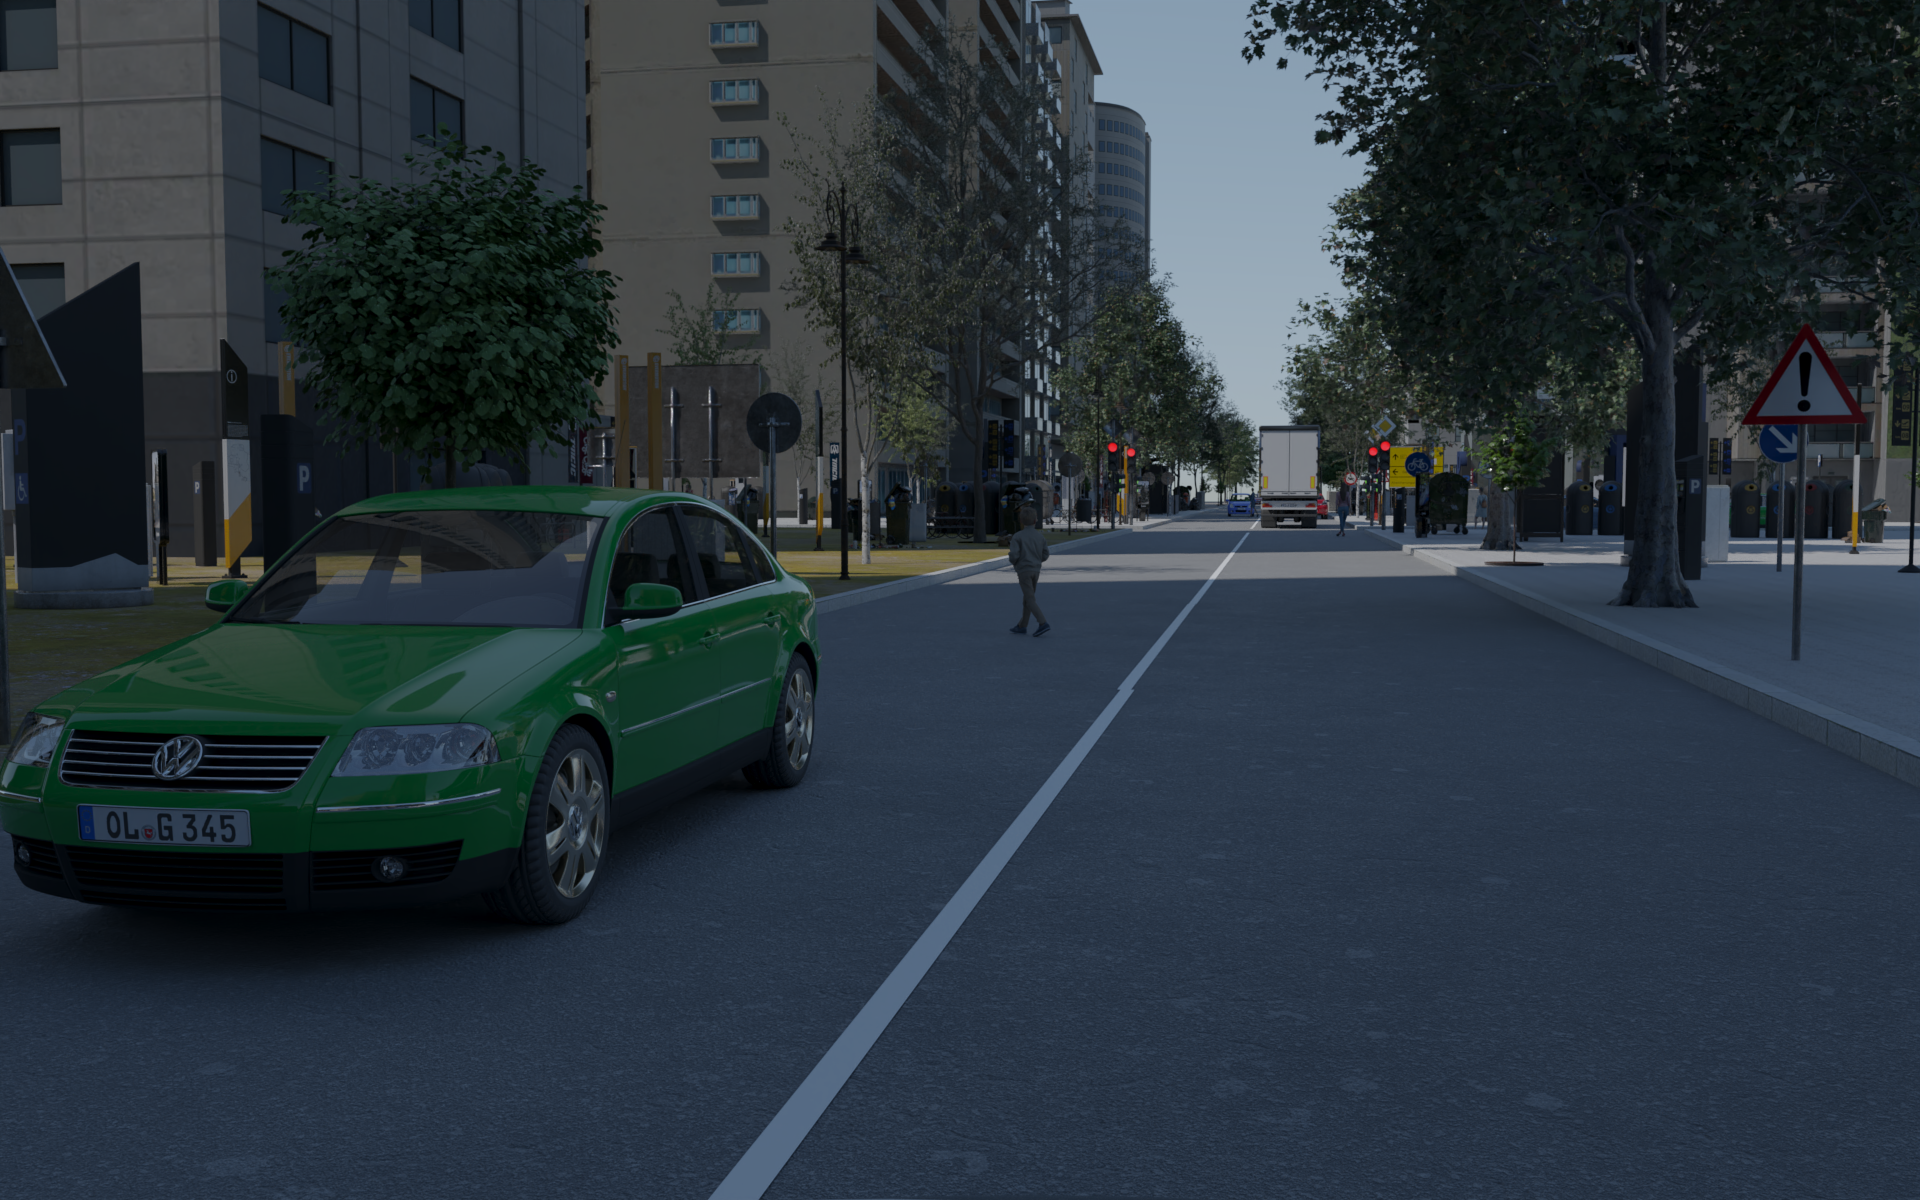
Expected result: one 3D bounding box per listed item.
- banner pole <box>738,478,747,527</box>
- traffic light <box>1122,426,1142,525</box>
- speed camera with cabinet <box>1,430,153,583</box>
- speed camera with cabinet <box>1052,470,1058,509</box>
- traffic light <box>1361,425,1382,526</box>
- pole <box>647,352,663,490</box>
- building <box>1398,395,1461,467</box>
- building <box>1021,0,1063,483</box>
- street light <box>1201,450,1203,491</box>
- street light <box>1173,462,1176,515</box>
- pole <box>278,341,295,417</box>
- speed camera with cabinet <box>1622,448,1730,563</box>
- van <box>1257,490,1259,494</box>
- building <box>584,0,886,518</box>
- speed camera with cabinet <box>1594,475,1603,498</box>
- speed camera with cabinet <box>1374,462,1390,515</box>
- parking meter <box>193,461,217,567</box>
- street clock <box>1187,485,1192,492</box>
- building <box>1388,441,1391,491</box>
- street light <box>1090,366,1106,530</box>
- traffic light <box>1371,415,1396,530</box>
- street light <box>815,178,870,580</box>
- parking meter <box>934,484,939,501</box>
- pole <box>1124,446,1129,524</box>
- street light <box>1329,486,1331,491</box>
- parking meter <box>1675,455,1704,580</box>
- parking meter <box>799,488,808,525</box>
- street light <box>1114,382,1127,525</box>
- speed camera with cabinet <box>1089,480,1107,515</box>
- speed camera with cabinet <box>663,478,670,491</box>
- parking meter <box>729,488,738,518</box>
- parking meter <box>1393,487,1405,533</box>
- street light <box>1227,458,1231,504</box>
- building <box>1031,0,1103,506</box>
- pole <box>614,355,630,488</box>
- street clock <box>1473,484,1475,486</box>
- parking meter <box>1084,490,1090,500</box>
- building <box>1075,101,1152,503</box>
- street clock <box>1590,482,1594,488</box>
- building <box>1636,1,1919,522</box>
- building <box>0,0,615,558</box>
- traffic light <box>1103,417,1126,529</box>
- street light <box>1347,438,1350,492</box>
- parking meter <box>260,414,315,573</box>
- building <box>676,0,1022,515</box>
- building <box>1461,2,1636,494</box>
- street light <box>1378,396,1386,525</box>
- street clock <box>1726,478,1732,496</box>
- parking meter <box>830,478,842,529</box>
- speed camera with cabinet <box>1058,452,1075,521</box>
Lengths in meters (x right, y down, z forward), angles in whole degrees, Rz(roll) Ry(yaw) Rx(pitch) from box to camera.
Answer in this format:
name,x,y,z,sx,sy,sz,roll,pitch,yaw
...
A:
name,x,y,z,sx,sy,sz,roll,pitch,yaw
banner pole,-6.103,-3.587,48.664,0.401,3.779,0.863,-2,4,-25
traffic light,7.068,-5.031,71.181,0.839,4.253,0.868,1,4,10
speed camera with cabinet,-13.123,-1.913,25.606,0.660,3.252,2.038,3,5,43
speed camera with cabinet,7.093,-8.885,139.603,2.038,3.252,0.660,-1,4,-21
traffic light,16.524,-4.926,69.463,0.839,4.253,0.868,1,4,10
pole,-4.404,-1.908,25.044,0.158,3.312,0.155,0,3,0
building,80.467,-41.002,259.627,28.713,52.752,27.495,1,4,10
building,-2.518,-33.305,164.153,23.786,49.044,30.456,1,4,10
street light,20.684,-10.701,147.747,0.468,5.910,1.993,1,4,10
street light,13.429,-8.283,108.222,0.468,5.910,1.993,1,4,10
pole,-9.030,-1.801,23.294,0.158,3.312,0.155,0,3,0
speed camera with cabinet,13.385,-2.325,32.347,2.038,3.252,0.660,-1,4,-20
van,48.458,-16.690,277.270,2.240,2.365,5.245,1,4,10
building,-13.100,-29.278,102.392,21.300,48.544,21.600,1,4,10
speed camera with cabinet,30.682,-5.504,84.322,0.660,3.252,2.038,-3,4,-37
speed camera with cabinet,26.268,-6.869,106.643,0.660,3.252,2.038,-2,4,-27
parking meter,-13.399,-1.530,30.726,0.399,1.863,0.255,3,5,43
street clock,19.039,-8.527,143.979,0.471,2.002,0.358,3,4,37
building,82.287,-40.406,284.333,21.300,48.544,21.600,1,4,10
street light,4.996,-5.490,62.543,0.468,5.910,1.993,1,4,10
traffic light,15.078,-4.446,61.610,0.839,4.253,0.868,1,4,10
street light,-1.728,-3.240,25.768,0.468,5.910,1.993,1,4,10
parking meter,-1.252,-5.574,96.843,0.399,1.863,0.255,1,4,13
pole,7.059,-4.871,73.476,0.158,3.312,0.155,0,3,0
street light,30.998,-10.556,145.386,0.468,5.910,1.993,1,4,10
parking meter,10.867,-1.234,25.885,0.399,1.863,0.255,-1,4,-22
parking meter,-6.604,-3.954,73.059,0.372,1.533,0.369,0,3,0
street light,6.637,-6.038,71.509,0.468,5.910,1.993,1,4,10
speed camera with cabinet,8.543,-6.918,107.444,0.660,3.252,2.038,1,4,21
speed camera with cabinet,-24.282,-9.320,146.712,2.038,3.252,0.660,-3,5,-45
parking meter,-9.649,-3.996,73.744,0.372,1.533,0.369,0,3,0
parking meter,14.587,-3.006,57.564,0.372,1.533,0.369,0,3,0
street light,35.583,-15.646,228.592,0.468,5.910,1.993,1,4,10
building,0.362,-36.922,192.916,28.713,52.752,27.495,1,4,10
pole,-4.969,-1.937,25.510,0.158,3.312,0.155,0,3,0
street clock,35.845,-7.143,121.361,0.358,2.002,0.471,-3,5,-43
parking meter,8.016,-6.159,109.104,0.372,1.533,0.369,0,3,0
building,16.870,-43.856,259.042,21.231,58.520,28.212,1,4,10
street clock,36.697,-5.893,100.924,0.471,2.002,0.358,-2,4,-30
building,41.524,-24.520,84.491,14.086,41.232,14.154,1,4,10
building,-22.798,-37.083,44.553,20.611,71.187,20.563,1,4,10
traffic light,5.622,-4.551,63.328,0.839,4.253,0.868,1,4,10
street light,23.945,-8.206,106.952,0.468,5.910,1.993,1,4,10
parking meter,-4.997,-0.441,12.917,0.255,1.863,0.399,0,4,5
building,-7.392,-31.051,131.385,21.300,48.544,21.600,1,4,10
building,59.869,-51.779,159.259,22.319,86.520,31.000,1,4,10
street light,17.299,-6.015,71.133,0.468,5.910,1.993,1,4,10
street clock,35.023,-4.551,78.984,0.358,2.002,0.471,2,4,24
parking meter,-4.536,-3.535,63.508,0.399,1.863,0.255,1,4,17
speed camera with cabinet,5.119,-5.360,81.968,0.660,3.252,2.038,0,4,5
